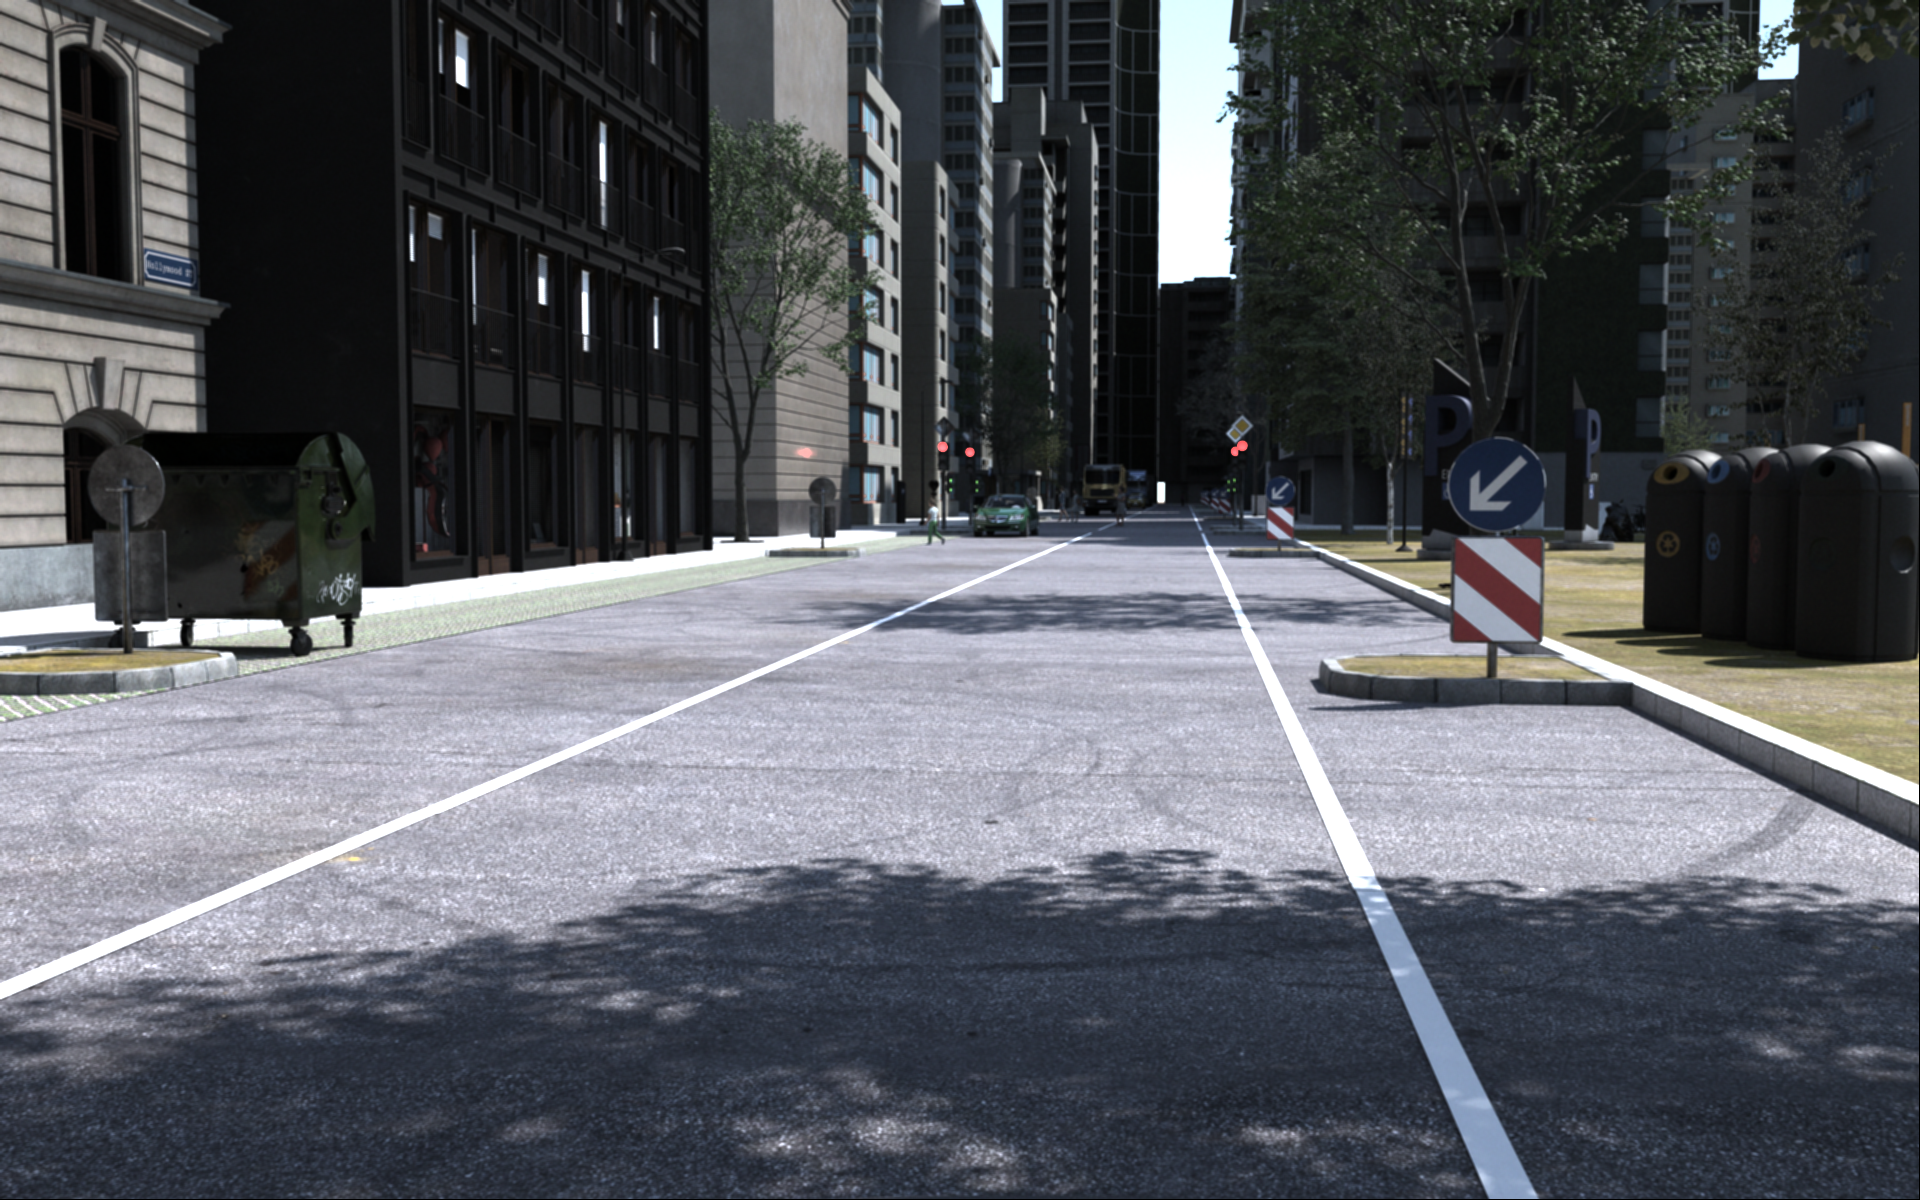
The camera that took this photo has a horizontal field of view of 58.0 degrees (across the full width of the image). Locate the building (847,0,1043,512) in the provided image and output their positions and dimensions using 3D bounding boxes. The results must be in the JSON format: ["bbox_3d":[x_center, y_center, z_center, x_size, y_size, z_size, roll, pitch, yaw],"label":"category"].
[{"bbox_3d":[-10.458,-26.690,128.257,32.217,40.220,23.993,0,4,7],"label":"building"}]

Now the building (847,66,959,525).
[{"bbox_3d":[-15.628,-14.760,86.368,27.650,21.520,28.899,0,4,7],"label":"building"}]

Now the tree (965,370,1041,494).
[{"bbox_3d":[2.466,-9.289,102.236,4.360,8.622,3.978,0,3,0],"label":"tree"}]

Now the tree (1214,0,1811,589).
[{"bbox_3d":[7.246,-5.976,23.462,9.928,11.665,9.643,0,3,0],"label":"tree"}]

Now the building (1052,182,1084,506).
[{"bbox_3d":[-2.802,-30.316,187.549,32.217,40.220,23.993,0,4,7],"label":"building"}]

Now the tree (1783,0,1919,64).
[{"bbox_3d":[5.123,-5.310,4.950,7.486,12.596,7.792,0,3,0],"label":"tree"}]

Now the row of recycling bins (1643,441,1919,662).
[{"bbox_3d":[6.999,-0.476,14.903,1.069,1.692,3.534,0,4,-3],"label":"row of recycling bins"}]

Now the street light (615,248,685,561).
[{"bbox_3d":[-5.883,-3.692,32.900,1.470,5.913,1.316,0,4,7],"label":"street light"}]

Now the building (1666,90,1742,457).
[{"bbox_3d":[92.493,-35.237,199.825,21.600,48.544,21.300,0,4,7],"label":"building"}]

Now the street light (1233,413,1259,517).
[{"bbox_3d":[16.349,-7.717,98.710,1.470,5.913,1.316,0,4,7],"label":"street light"}]

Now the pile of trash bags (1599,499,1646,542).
[{"bbox_3d":[18.792,-2.229,46.189,3.447,1.369,1.912,3,5,39],"label":"pile of trash bags"}]

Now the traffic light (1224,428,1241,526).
[{"bbox_3d":[10.984,-4.912,69.239,0.839,4.253,0.868,0,4,7],"label":"traffic light"}]

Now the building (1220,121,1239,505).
[{"bbox_3d":[42.710,-35.603,201.716,23.786,49.044,30.456,0,4,7],"label":"building"}]

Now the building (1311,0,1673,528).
[{"bbox_3d":[20.943,-18.436,73.133,14.107,30.474,14.160,0,4,7],"label":"building"}]

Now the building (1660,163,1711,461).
[{"bbox_3d":[68.558,-30.954,197.980,23.993,40.220,32.217,0,4,7],"label":"building"}]

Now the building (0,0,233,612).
[{"bbox_3d":[-17.137,-11.437,6.079,14.460,24.649,34.723,0,4,7],"label":"building"}]

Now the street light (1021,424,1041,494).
[{"bbox_3d":[4.626,-8.676,114.401,1.470,5.913,1.316,0,4,7],"label":"street light"}]

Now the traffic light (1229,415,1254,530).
[{"bbox_3d":[9.959,-4.428,61.320,0.839,4.253,0.868,0,4,7],"label":"traffic light"}]

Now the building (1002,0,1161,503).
[{"bbox_3d":[16.808,-48.839,236.765,20.611,71.187,20.563,0,4,7],"label":"building"}]

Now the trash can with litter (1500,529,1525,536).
[{"bbox_3d":[15.770,-2.438,50.922,2.233,1.210,1.678,-2,4,-29],"label":"trash can with litter"}]

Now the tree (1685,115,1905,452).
[{"bbox_3d":[16.696,-5.156,34.671,4.360,8.622,3.978,0,3,0],"label":"tree"}]

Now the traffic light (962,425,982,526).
[{"bbox_3d":[0.458,-4.994,70.580,0.839,4.253,0.868,0,4,7],"label":"traffic light"}]

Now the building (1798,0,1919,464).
[{"bbox_3d":[46.712,-27.313,70.266,21.600,48.544,21.300,0,4,7],"label":"building"}]

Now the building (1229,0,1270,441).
[{"bbox_3d":[41.387,-35.662,172.314,28.713,52.752,27.495,0,4,7],"label":"building"}]

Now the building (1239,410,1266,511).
[{"bbox_3d":[32.312,-49.668,124.740,22.319,86.520,31.000,0,4,7],"label":"building"}]

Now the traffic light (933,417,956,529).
[{"bbox_3d":[-0.567,-4.510,62.661,0.839,4.253,0.868,0,4,7],"label":"traffic light"}]

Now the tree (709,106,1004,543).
[{"bbox_3d":[-5.740,-7.340,45.762,9.928,11.665,9.643,0,3,0],"label":"tree"}]

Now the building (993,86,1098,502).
[{"bbox_3d":[5.709,-35.931,211.168,21.600,48.544,21.300,0,4,7],"label":"building"}]

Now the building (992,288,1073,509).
[{"bbox_3d":[-4.237,-19.367,161.689,27.650,21.520,28.899,0,4,7],"label":"building"}]

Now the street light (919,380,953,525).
[{"bbox_3d":[-0.989,-6.001,70.658,1.470,5.913,1.316,0,4,7],"label":"street light"}]

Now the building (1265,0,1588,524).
[{"bbox_3d":[22.782,-19.375,88.489,14.160,30.474,14.107,0,4,7],"label":"building"}]

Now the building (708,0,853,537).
[{"bbox_3d":[-16.707,-15.962,58.245,25.104,27.353,12.463,0,4,7],"label":"building"}]

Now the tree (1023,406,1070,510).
[{"bbox_3d":[7.177,-11.739,142.287,4.737,8.622,4.395,0,3,0],"label":"tree"}]

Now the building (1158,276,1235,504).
[{"bbox_3d":[33.697,-28.230,233.259,14.107,30.474,14.160,0,4,7],"label":"building"}]

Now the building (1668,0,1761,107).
[{"bbox_3d":[93.157,-48.289,227.771,20.611,71.187,20.563,0,4,7],"label":"building"}]

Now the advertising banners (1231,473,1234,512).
[{"bbox_3d":[19.800,-7.922,125.710,0.090,3.025,2.074,0,4,1],"label":"advertising banners"}]

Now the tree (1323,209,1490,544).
[{"bbox_3d":[11.092,-5.733,44.093,4.360,8.622,3.978,0,3,0],"label":"tree"}]

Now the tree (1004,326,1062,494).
[{"bbox_3d":[2.634,-11.187,108.664,9.928,11.665,9.643,0,3,0],"label":"tree"}]

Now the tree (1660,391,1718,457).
[{"bbox_3d":[51.129,-10.544,122.757,4.737,8.622,4.395,0,3,0],"label":"tree"}]

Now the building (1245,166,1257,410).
[{"bbox_3d":[32.329,-23.335,153.227,14.160,30.474,14.107,0,4,7],"label":"building"}]

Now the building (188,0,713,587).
[{"bbox_3d":[-12.742,-12.357,31.712,12.332,23.373,15.834,0,4,7],"label":"building"}]
